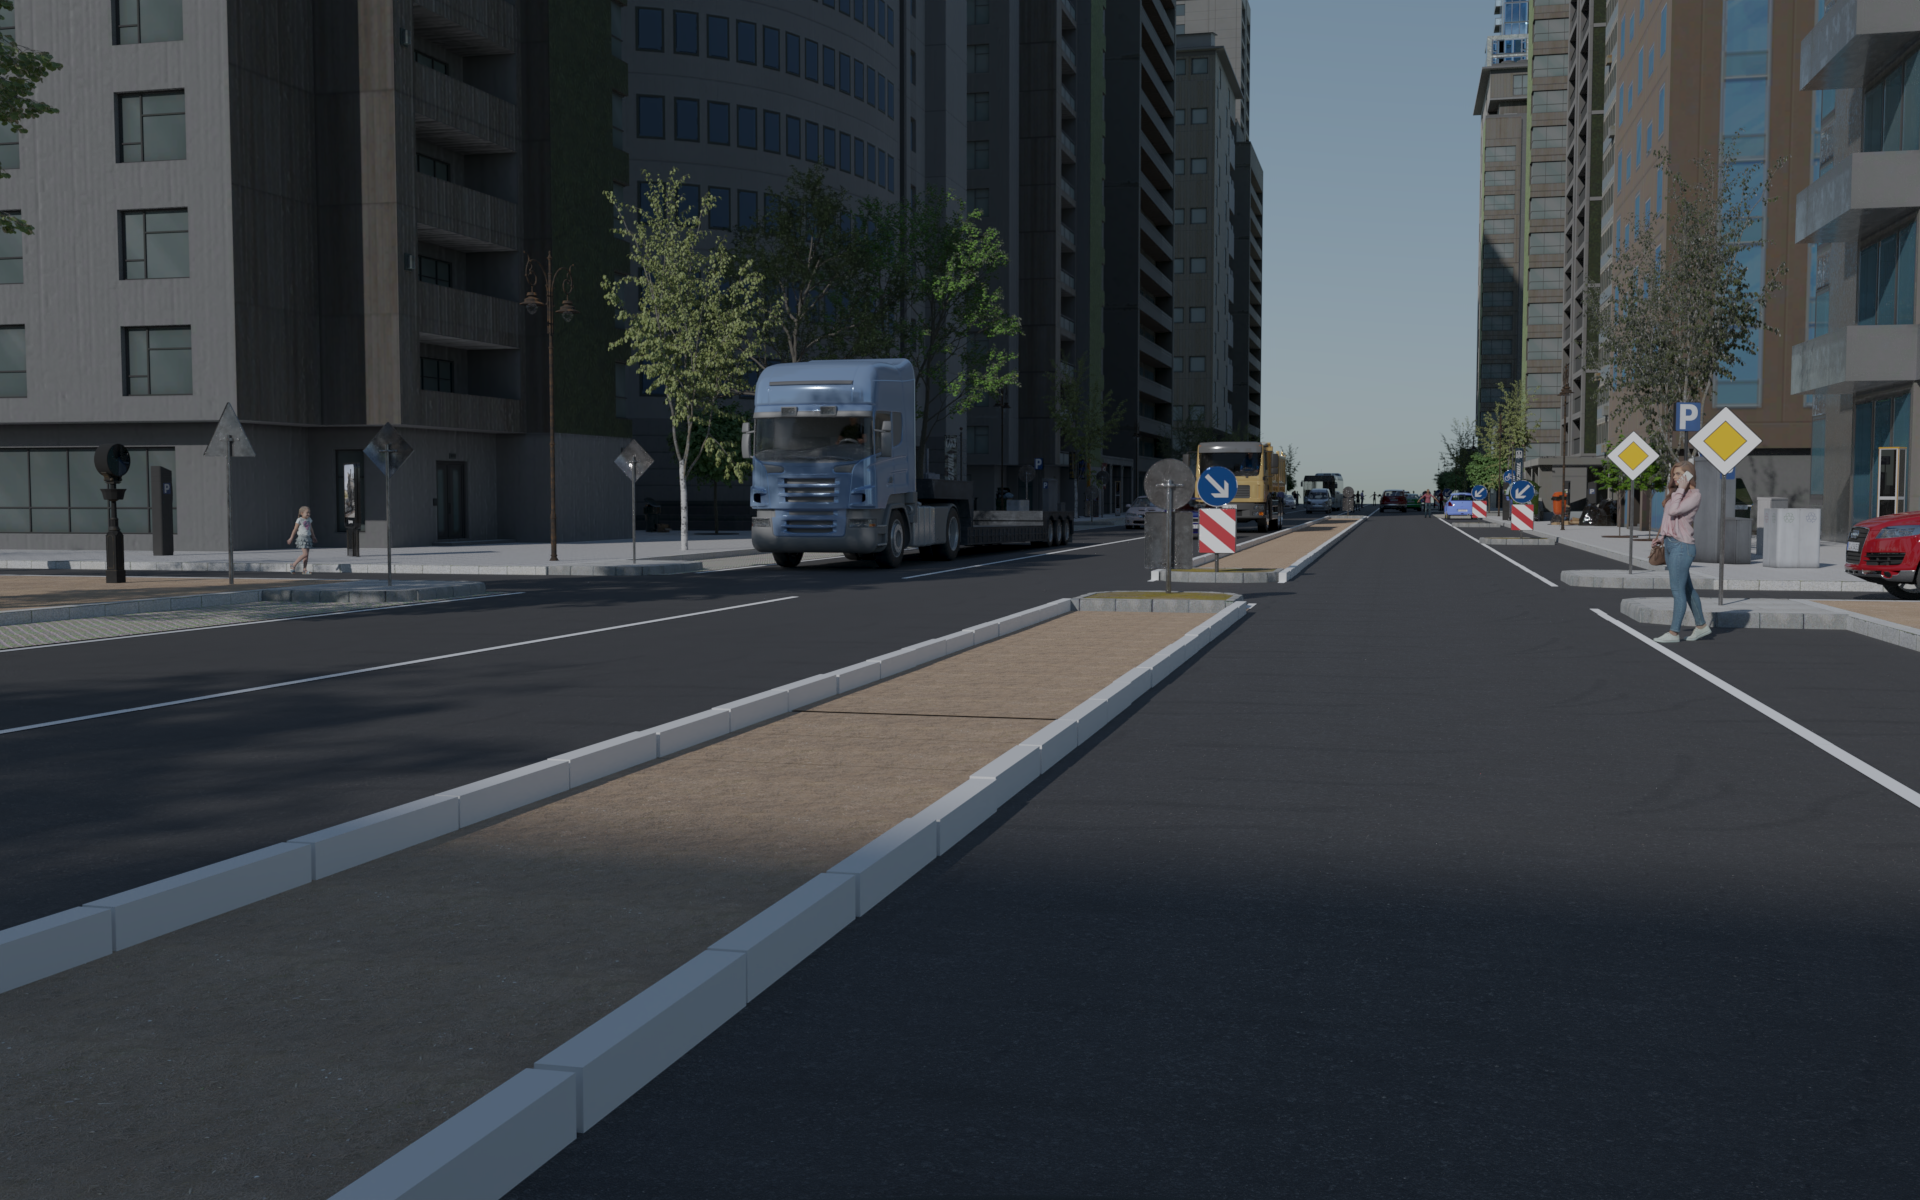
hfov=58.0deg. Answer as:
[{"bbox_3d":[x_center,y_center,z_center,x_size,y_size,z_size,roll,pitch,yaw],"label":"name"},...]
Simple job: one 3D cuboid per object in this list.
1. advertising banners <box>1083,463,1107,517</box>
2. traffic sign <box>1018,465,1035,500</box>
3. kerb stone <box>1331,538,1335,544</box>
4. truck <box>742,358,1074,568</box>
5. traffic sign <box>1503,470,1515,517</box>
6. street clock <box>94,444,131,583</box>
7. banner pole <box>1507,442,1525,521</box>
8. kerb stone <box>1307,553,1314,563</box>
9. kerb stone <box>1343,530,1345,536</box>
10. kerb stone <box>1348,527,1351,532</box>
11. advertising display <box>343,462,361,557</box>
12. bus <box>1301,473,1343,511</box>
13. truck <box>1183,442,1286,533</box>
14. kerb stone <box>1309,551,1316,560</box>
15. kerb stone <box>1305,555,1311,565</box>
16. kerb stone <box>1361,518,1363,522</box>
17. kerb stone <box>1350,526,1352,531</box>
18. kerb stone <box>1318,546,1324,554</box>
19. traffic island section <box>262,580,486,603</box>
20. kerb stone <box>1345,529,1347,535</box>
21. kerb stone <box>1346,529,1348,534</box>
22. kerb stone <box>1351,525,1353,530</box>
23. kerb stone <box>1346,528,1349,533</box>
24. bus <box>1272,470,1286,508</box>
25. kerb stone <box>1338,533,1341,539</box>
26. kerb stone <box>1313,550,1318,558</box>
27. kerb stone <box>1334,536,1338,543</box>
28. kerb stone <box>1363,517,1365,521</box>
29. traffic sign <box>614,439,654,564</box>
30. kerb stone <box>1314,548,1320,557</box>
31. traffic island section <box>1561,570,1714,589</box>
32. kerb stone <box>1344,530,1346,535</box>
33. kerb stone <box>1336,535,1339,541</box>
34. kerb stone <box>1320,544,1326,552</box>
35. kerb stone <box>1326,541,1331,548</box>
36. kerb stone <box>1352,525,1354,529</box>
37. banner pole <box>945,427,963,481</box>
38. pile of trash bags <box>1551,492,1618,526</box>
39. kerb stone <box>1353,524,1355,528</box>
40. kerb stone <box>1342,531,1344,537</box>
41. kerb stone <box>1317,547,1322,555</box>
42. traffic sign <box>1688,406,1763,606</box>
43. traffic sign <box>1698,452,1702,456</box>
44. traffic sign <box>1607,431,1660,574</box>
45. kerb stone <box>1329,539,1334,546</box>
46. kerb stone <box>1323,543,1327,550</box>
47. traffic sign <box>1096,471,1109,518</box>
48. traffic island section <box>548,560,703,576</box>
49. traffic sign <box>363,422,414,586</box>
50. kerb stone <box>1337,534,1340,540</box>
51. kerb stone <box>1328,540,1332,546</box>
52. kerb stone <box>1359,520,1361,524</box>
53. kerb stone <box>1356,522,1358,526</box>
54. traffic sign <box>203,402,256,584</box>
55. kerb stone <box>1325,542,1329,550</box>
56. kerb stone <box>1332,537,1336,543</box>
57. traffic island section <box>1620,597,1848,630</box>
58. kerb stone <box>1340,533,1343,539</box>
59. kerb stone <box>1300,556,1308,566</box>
[{"bbox_3d":[7.510,-6.094,95.827,0.090,3.025,2.074,3,5,42],"label":"advertising banners"},{"bbox_3d":[2.879,-4.585,75.064,0.768,2.556,0.104,1,4,20],"label":"traffic sign"},{"bbox_3d":[10.164,-1.555,47.625,0.120,0.150,1.000,1,4,14],"label":"kerb stone"},{"bbox_3d":[-0.459,-3.090,40.278,2.967,4.110,18.799,1,4,16],"label":"truck"},{"bbox_3d":[28.785,-5.532,90.558,0.768,2.556,0.104,1,4,20],"label":"traffic sign"},{"bbox_3d":[-12.175,-1.245,24.923,0.358,2.002,0.471,1,4,15],"label":"street clock"},{"bbox_3d":[26.565,-5.672,82.753,0.401,3.779,0.863,-2,4,-29],"label":"banner pole"},{"bbox_3d":[7.156,-0.827,35.720,0.120,0.150,1.000,1,4,14],"label":"kerb stone"},{"bbox_3d":[12.432,-2.103,56.575,0.120,0.150,1.000,1,4,14],"label":"kerb stone"},{"bbox_3d":[13.942,-2.463,62.539,0.120,0.150,1.000,1,4,14],"label":"kerb stone"},{"bbox_3d":[-12.492,-1.859,35.604,0.123,1.923,0.974,-2,4,-32],"label":"advertising display"},{"bbox_3d":[30.837,-9.298,146.881,2.948,3.499,13.247,1,4,16],"label":"bus"},{"bbox_3d":[10.790,-4.316,66.491,3.469,3.379,9.791,1,4,15],"label":"truck"},{"bbox_3d":[7.414,-0.885,36.711,0.120,0.150,1.000,1,4,14],"label":"kerb stone"},{"bbox_3d":[6.900,-0.767,34.731,0.120,0.150,1.000,1,4,14],"label":"kerb stone"},{"bbox_3d":[19.471,-3.803,84.411,0.120,0.150,1.000,1,4,14],"label":"kerb stone"},{"bbox_3d":[14.447,-2.587,64.519,0.120,0.150,1.000,1,4,14],"label":"kerb stone"},{"bbox_3d":[8.408,-1.123,40.680,0.120,0.150,1.000,1,4,14],"label":"kerb stone"},{"bbox_3d":[-7.982,-0.117,24.187,2.009,0.180,2.903,1,4,14],"label":"traffic island section"},{"bbox_3d":[12.940,-2.223,58.566,0.120,0.150,1.000,1,4,14],"label":"kerb stone"},{"bbox_3d":[13.185,-2.280,59.560,0.120,0.150,1.000,1,4,14],"label":"kerb stone"},{"bbox_3d":[14.695,-2.649,65.511,0.120,0.150,1.000,1,4,14],"label":"kerb stone"},{"bbox_3d":[13.436,-2.346,60.558,0.120,0.150,1.000,1,4,14],"label":"kerb stone"},{"bbox_3d":[24.191,-8.920,137.392,2.896,3.916,12.252,1,4,15],"label":"bus"},{"bbox_3d":[11.421,-1.859,52.590,0.120,0.150,1.000,1,4,14],"label":"kerb stone"},{"bbox_3d":[7.652,-0.949,37.705,0.120,0.150,1.000,1,4,14],"label":"kerb stone"},{"bbox_3d":[10.670,-1.677,49.617,0.120,0.150,1.000,1,4,14],"label":"kerb stone"},{"bbox_3d":[20.239,-3.988,87.398,0.120,0.150,1.000,1,4,14],"label":"kerb stone"},{"bbox_3d":[-5.999,-1.726,31.861,0.795,2.450,0.064,1,4,14],"label":"traffic sign"},{"bbox_3d":[7.908,-1.007,38.695,0.120,0.150,1.000,1,4,14],"label":"kerb stone"},{"bbox_3d":[10.740,-0.331,27.698,2.009,0.180,2.903,1,4,14],"label":"traffic island section"},{"bbox_3d":[12.683,-2.162,57.566,0.120,0.150,1.000,1,4,14],"label":"kerb stone"},{"bbox_3d":[10.919,-1.735,50.608,0.120,0.150,1.000,1,4,14],"label":"kerb stone"},{"bbox_3d":[8.658,-1.191,41.670,0.120,0.150,1.000,1,4,14],"label":"kerb stone"},{"bbox_3d":[9.412,-1.373,44.645,0.120,0.150,1.000,1,4,14],"label":"kerb stone"},{"bbox_3d":[14.947,-2.710,66.510,0.120,0.150,1.000,1,4,14],"label":"kerb stone"},{"bbox_3d":[-0.182,-4.561,64.589,0.863,3.779,0.401,-1,4,-10],"label":"banner pole"},{"bbox_3d":[25.435,-3.652,69.464,3.447,1.369,1.912,0,4,-2],"label":"pile of trash bags"},{"bbox_3d":[15.451,-2.831,68.509,0.120,0.150,1.000,1,4,14],"label":"kerb stone"},{"bbox_3d":[12.179,-2.041,55.584,0.120,0.150,1.000,1,4,14],"label":"kerb stone"},{"bbox_3d":[8.162,-1.069,39.688,0.120,0.150,1.000,1,4,14],"label":"kerb stone"},{"bbox_3d":[8.757,-0.993,19.885,0.795,2.450,0.064,1,4,14],"label":"traffic sign"},{"bbox_3d":[14.583,-2.032,33.322,0.768,2.556,0.104,1,4,21],"label":"traffic sign"},{"bbox_3d":[10.715,-1.467,27.627,0.795,2.450,0.064,1,4,14],"label":"traffic sign"},{"bbox_3d":[9.916,-1.494,46.628,0.120,0.150,1.000,1,4,14],"label":"kerb stone"},{"bbox_3d":[8.905,-1.252,42.662,0.120,0.150,1.000,1,4,14],"label":"kerb stone"},{"bbox_3d":[7.720,-5.739,93.943,0.768,2.556,0.104,1,4,23],"label":"traffic sign"},{"bbox_3d":[-6.024,-0.590,31.929,2.009,0.180,2.903,1,4,14],"label":"traffic island section"},{"bbox_3d":[-7.958,-1.252,24.119,0.795,2.450,0.064,1,4,14],"label":"traffic sign"},{"bbox_3d":[11.173,-1.796,51.598,0.120,0.150,1.000,1,4,14],"label":"kerb stone"},{"bbox_3d":[9.659,-1.434,45.636,0.120,0.150,1.000,1,4,14],"label":"kerb stone"},{"bbox_3d":[17.966,-3.437,78.461,0.120,0.150,1.000,1,4,14],"label":"kerb stone"},{"bbox_3d":[16.697,-3.136,73.473,0.120,0.150,1.000,1,4,14],"label":"kerb stone"},{"bbox_3d":[-10.356,-1.501,24.544,0.884,2.594,0.081,1,4,17],"label":"traffic sign"},{"bbox_3d":[9.162,-1.312,43.651,0.120,0.150,1.000,1,4,14],"label":"kerb stone"},{"bbox_3d":[10.419,-1.616,48.623,0.120,0.150,1.000,1,4,14],"label":"kerb stone"},{"bbox_3d":[8.781,0.142,19.956,2.009,0.180,2.903,1,4,14],"label":"traffic island section"},{"bbox_3d":[11.682,-1.920,53.585,0.120,0.150,1.000,1,4,14],"label":"kerb stone"},{"bbox_3d":[6.648,-0.706,33.741,0.120,0.150,1.000,1,4,14],"label":"kerb stone"}]
